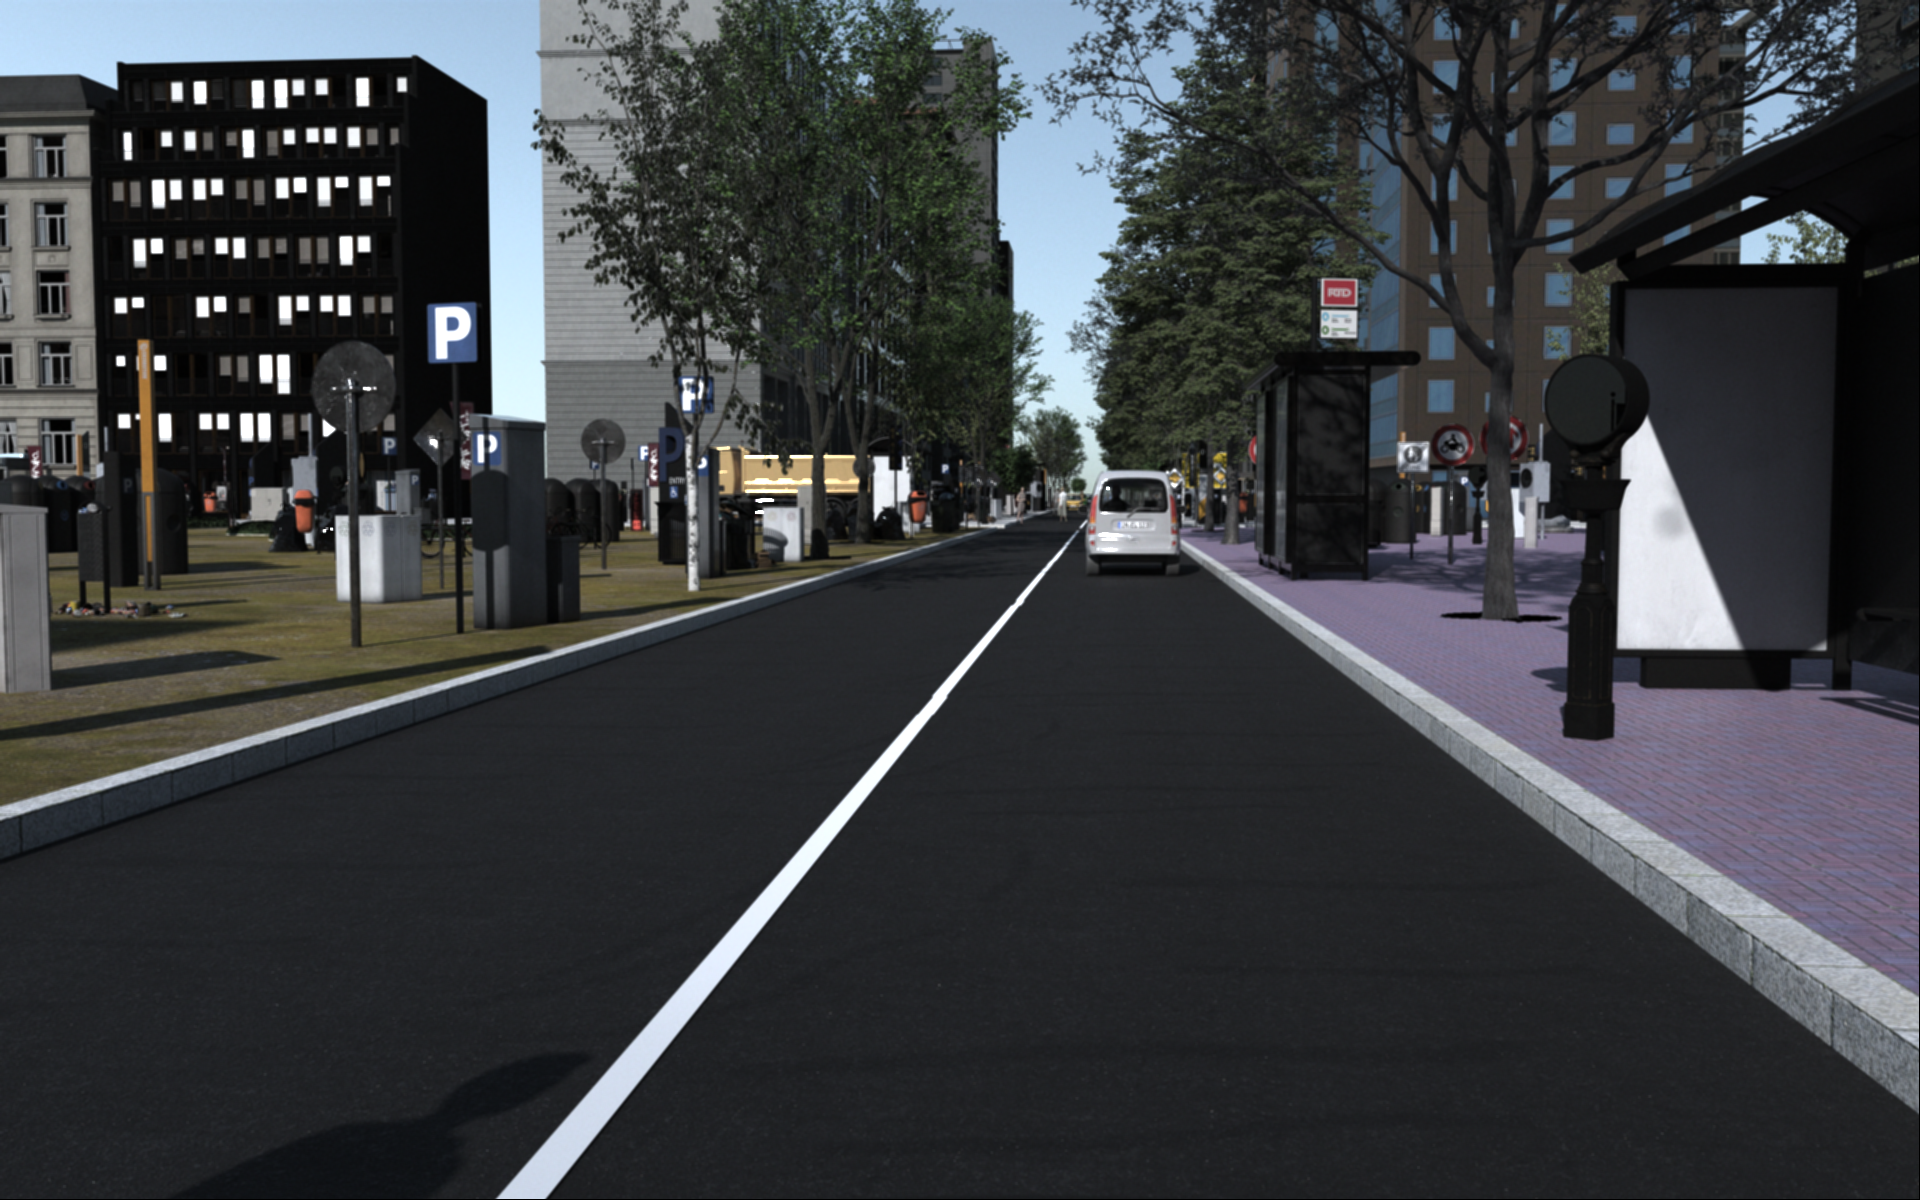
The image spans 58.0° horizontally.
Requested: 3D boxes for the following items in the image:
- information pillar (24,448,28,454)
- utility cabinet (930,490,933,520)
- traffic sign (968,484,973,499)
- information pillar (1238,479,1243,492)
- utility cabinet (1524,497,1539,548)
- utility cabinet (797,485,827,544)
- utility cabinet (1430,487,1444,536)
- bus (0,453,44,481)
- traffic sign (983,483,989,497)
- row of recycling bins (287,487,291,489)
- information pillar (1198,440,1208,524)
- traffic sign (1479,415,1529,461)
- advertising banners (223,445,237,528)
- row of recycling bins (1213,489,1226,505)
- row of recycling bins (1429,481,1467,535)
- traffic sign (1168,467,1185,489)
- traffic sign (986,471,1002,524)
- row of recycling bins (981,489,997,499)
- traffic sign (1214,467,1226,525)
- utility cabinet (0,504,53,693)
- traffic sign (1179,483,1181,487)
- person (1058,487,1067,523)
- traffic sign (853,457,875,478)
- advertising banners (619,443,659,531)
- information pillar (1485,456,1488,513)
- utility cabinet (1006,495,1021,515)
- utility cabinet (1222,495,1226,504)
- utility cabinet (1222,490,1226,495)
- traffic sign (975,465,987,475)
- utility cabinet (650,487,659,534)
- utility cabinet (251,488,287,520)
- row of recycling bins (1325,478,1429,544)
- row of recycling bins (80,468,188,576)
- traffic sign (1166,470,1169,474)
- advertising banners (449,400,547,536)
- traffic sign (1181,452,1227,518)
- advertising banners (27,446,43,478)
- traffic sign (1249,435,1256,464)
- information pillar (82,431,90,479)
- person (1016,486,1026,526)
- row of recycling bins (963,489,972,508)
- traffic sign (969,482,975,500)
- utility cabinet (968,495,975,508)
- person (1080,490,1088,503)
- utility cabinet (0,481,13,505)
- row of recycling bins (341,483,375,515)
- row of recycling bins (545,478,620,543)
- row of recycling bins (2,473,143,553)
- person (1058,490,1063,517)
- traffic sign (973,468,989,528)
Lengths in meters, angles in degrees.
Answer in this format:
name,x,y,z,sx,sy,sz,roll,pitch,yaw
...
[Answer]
name,x,y,z,sx,sy,sz,roll,pitch,yaw
information pillar,-47.603,-5.954,88.703,0.504,3.616,0.183,-3,5,-44
utility cabinet,-1.292,-4.613,84.094,0.318,1.500,1.173,0,4,-2
traffic sign,0.842,-6.926,113.241,0.884,2.594,0.081,1,4,13
information pillar,13.494,-4.858,83.918,0.304,2.012,0.304,-1,4,-13
utility cabinet,13.759,-1.869,41.727,0.306,1.237,1.020,1,4,20
utility cabinet,-3.759,-2.146,43.763,0.318,1.500,1.173,-2,4,-29
utility cabinet,14.574,-2.706,52.921,0.318,1.500,1.173,1,4,20
bus,-44.909,-4.799,73.320,13.247,3.499,2.948,0,4,6
traffic sign,1.818,-7.419,121.413,0.768,2.556,0.104,1,4,14
row of recycling bins,-31.314,-4.768,85.067,3.534,1.692,1.069,-3,4,-37
information pillar,10.333,-5.007,73.218,0.504,3.616,0.183,1,4,14
traffic sign,8.729,-1.698,27.874,0.768,2.556,0.104,1,4,9
advertising banners,-26.340,-4.054,62.472,0.090,3.025,2.074,-1,4,-12
row of recycling bins,20.417,-7.889,136.101,3.534,1.692,1.069,1,4,13
row of recycling bins,15.406,-2.970,55.673,1.069,1.692,3.534,0,4,-2
traffic sign,8.093,-3.776,65.386,0.795,2.450,0.064,0,4,5
traffic sign,1.410,-4.303,73.992,0.795,2.450,0.064,0,4,5
row of recycling bins,2.270,-7.546,130.491,1.069,1.692,3.534,-1,4,-18
traffic sign,10.962,-4.375,72.723,0.795,2.450,0.064,1,4,11
utility cabinet,-6.379,-0.025,11.567,0.306,1.237,1.020,-3,5,-44
traffic sign,12.868,-6.212,101.676,0.768,2.556,0.104,1,4,9
person,5.162,-4.750,86.395,0.478,1.798,0.641,-1,4,-19
traffic sign,-3.213,-3.532,57.861,0.768,2.556,0.104,1,4,10
advertising banners,-11.175,-3.884,59.688,2.074,3.025,0.090,1,4,23
information pillar,23.144,-5.142,75.422,0.504,3.616,0.183,-1,4,-17
utility cabinet,3.406,-5.929,108.097,1.020,1.237,0.306,1,4,14
utility cabinet,12.419,-4.276,81.070,1.020,1.237,0.306,1,4,13
utility cabinet,12.872,-4.664,84.929,0.318,1.500,1.173,3,5,39
traffic sign,0.798,-4.566,74.768,0.768,2.556,0.104,1,4,8
utility cabinet,-9.207,-2.783,54.174,1.173,1.500,0.318,3,5,43
utility cabinet,-23.924,-3.137,59.970,1.173,1.500,0.318,1,4,9
row of recycling bins,10.587,-2.391,46.208,1.069,1.692,3.534,-3,5,-44
row of recycling bins,-13.627,-1.319,28.686,1.069,1.692,3.534,-2,4,-35
traffic sign,8.776,-4.263,73.341,0.795,2.450,0.064,0,4,5
advertising banners,-8.835,-2.263,33.195,0.090,3.025,2.074,3,5,43
traffic sign,11.817,-5.492,83.668,2.265,3.308,0.079,1,4,11
advertising banners,-32.573,-4.057,62.513,2.074,3.025,0.090,0,4,-3
traffic sign,6.177,-2.121,34.785,0.768,2.556,0.104,1,4,9
information pillar,-32.324,-4.438,63.923,0.183,3.616,0.504,2,4,29
person,2.779,-4.233,78.045,0.599,1.781,0.374,-2,4,-33
row of recycling bins,0.521,-8.345,143.553,1.069,1.692,3.534,0,4,2
traffic sign,0.835,-6.515,107.707,0.795,2.450,0.064,1,4,8
utility cabinet,1.034,-7.631,135.931,1.020,1.237,0.306,-3,5,-42
person,11.572,-9.547,164.693,1.348,1.812,0.705,2,4,33
utility cabinet,-15.974,-1.191,28.158,1.173,1.500,0.318,1,4,15
row of recycling bins,-22.329,-3.503,64.383,1.069,1.692,3.534,-1,4,-13
row of recycling bins,-10.303,-2.329,45.187,1.069,1.692,3.534,3,4,36
row of recycling bins,-19.944,-1.925,38.583,1.069,1.692,3.534,1,4,12
person,6.359,-6.085,108.998,0.512,1.701,0.522,3,5,41
traffic sign,0.727,-3.816,66.036,0.795,2.450,0.064,0,4,5
